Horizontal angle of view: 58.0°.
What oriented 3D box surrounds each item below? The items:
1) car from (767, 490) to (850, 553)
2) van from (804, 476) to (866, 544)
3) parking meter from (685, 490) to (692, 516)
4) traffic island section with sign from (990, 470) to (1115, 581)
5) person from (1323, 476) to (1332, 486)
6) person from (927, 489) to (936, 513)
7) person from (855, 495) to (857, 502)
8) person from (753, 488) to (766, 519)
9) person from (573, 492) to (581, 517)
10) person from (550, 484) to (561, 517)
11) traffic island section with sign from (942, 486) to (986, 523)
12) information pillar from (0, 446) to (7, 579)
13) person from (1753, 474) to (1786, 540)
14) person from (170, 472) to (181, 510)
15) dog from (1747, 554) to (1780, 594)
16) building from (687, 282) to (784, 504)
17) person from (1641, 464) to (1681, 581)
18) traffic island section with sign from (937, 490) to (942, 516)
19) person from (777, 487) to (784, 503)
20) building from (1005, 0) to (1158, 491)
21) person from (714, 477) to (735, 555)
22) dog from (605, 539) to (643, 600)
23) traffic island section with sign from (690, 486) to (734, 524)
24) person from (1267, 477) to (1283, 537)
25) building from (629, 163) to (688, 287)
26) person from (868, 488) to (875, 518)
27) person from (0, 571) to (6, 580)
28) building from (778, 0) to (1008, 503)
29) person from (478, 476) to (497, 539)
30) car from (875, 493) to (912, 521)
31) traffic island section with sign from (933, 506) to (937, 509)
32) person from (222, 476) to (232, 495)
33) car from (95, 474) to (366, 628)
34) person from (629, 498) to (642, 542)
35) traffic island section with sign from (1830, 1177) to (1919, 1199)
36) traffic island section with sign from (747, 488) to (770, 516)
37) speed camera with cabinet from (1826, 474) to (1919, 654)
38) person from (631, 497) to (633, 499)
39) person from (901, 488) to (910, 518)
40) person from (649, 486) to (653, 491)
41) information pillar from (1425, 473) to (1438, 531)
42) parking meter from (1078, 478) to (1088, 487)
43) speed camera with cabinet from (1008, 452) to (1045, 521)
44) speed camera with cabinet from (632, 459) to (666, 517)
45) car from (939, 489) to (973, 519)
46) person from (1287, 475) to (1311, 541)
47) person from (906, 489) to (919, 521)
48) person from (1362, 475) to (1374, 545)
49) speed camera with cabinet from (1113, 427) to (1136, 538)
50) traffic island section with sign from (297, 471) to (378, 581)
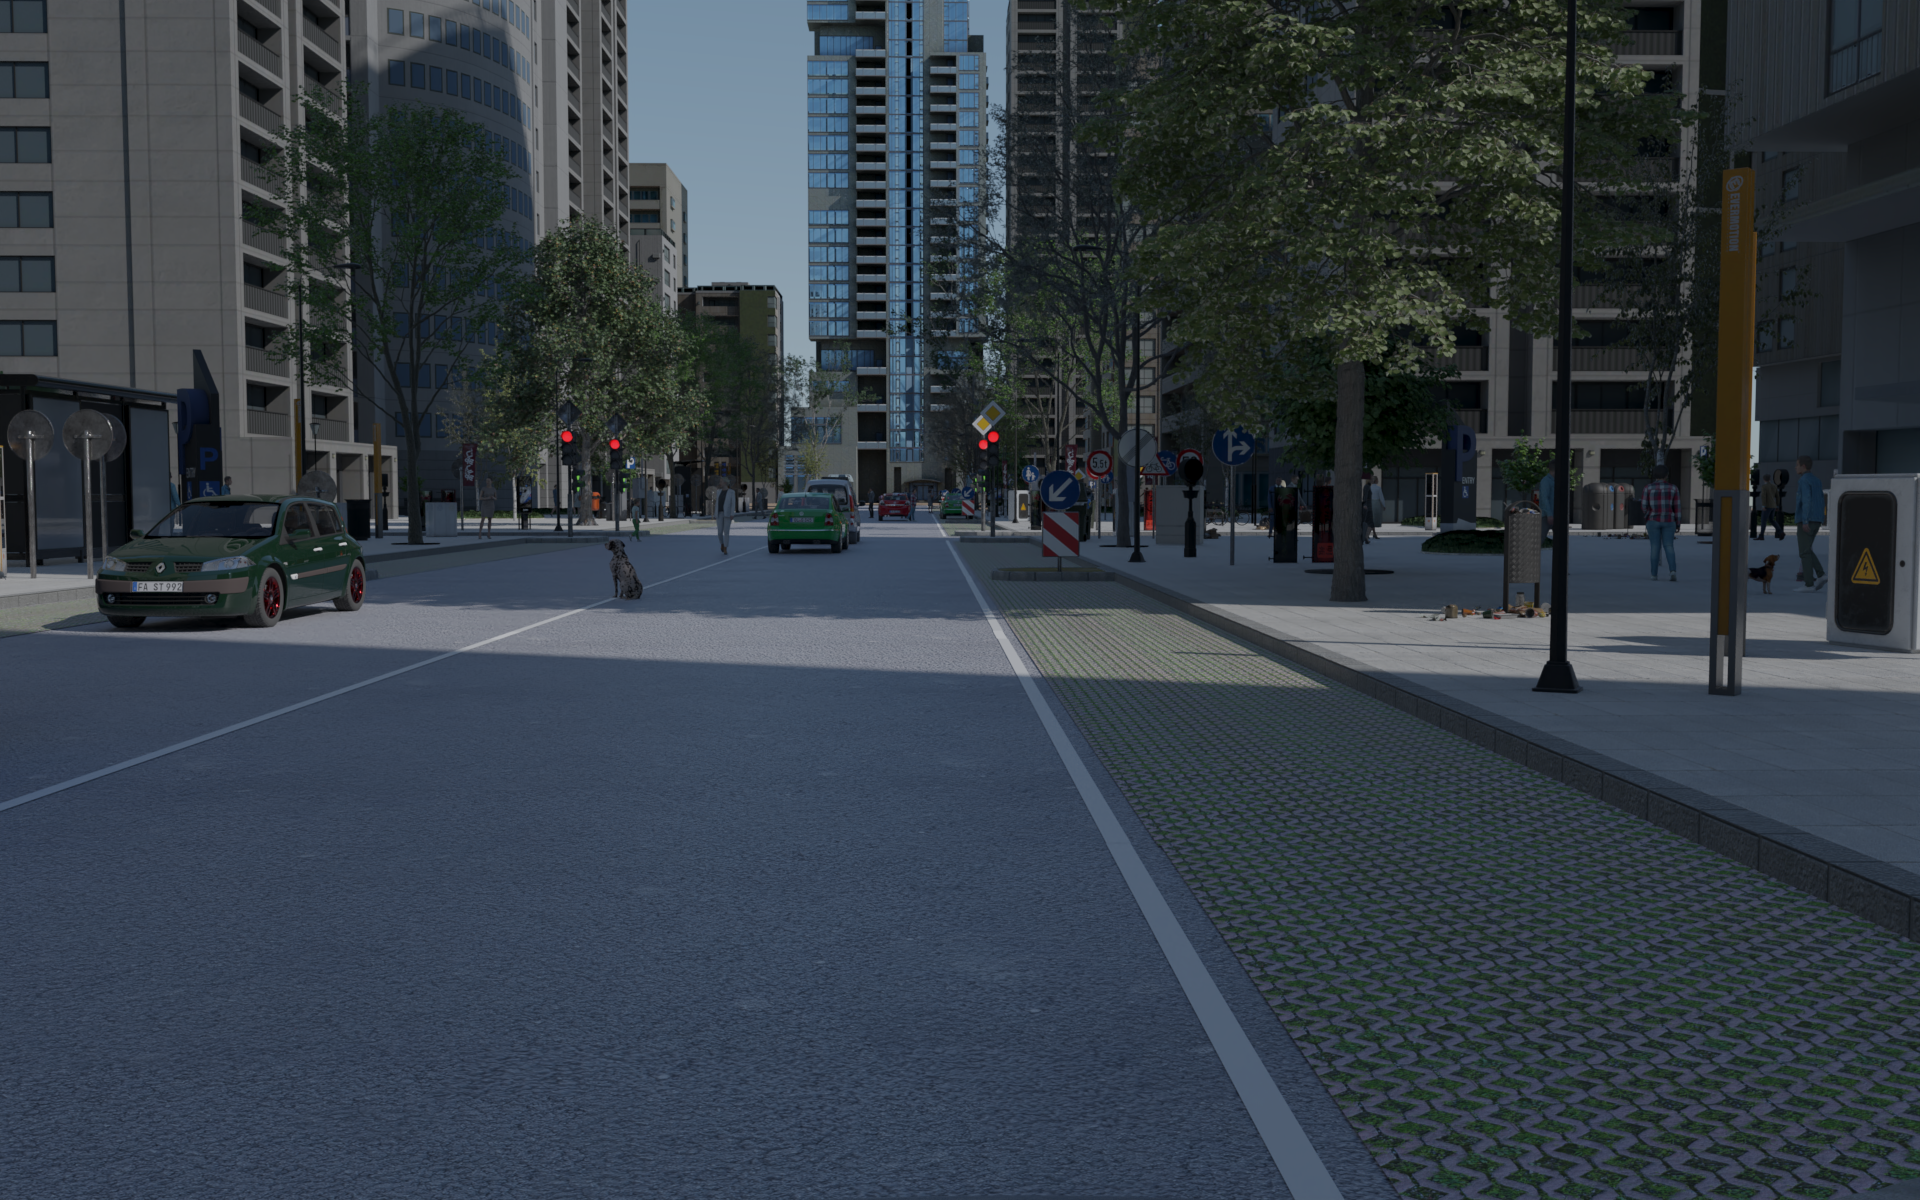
[{"bbox_3d":[-3.761,-2.114,43.361,1.959,1.807,4.718,0,3,0],"label":"car"},{"bbox_3d":[-3.803,-2.686,50.933,2.013,2.044,4.112,0,4,-1],"label":"van"},{"bbox_3d":[-15.674,-5.595,99.892,0.372,1.533,0.369,0,3,0],"label":"parking meter"},{"bbox_3d":[1.521,-1.256,29.169,1.989,1.847,2.006,0,4,-1],"label":"traffic island section with sign"},{"bbox_3d":[10.723,-2.726,50.703,0.778,1.811,0.616,0,4,-5],"label":"person"},{"bbox_3d":[-2.092,-7.330,128.697,0.532,1.782,0.716,-2,4,-35],"label":"person"},{"bbox_3d":[-7.905,-7.216,126.350,0.638,1.841,0.748,2,4,35],"label":"person"},{"bbox_3d":[-11.473,-5.516,98.962,0.850,1.792,0.678,-2,4,-31],"label":"person"},{"bbox_3d":[-21.130,-5.413,95.557,0.522,1.701,0.512,0,4,4],"label":"person"},{"bbox_3d":[-22.672,-5.562,96.999,0.654,1.822,0.581,-1,4,-23],"label":"person"},{"bbox_3d":[0.266,-4.660,84.825,1.989,1.847,2.006,0,4,-1],"label":"traffic island section with sign"},{"bbox_3d":[-14.651,-1.328,26.203,0.304,2.012,0.304,-1,4,-16],"label":"information pillar"},{"bbox_3d":[22.434,-2.568,47.947,0.836,1.842,0.656,2,4,33],"label":"person"},{"bbox_3d":[-18.968,-2.169,41.373,0.638,1.841,0.748,3,4,36],"label":"person"},{"bbox_3d":[10.209,-0.332,22.252,0.540,0.507,0.406,-3,5,-40],"label":"dog"},{"bbox_3d":[-31.687,-28.584,239.048,14.107,30.474,14.160,0,4,-1],"label":"building"},{"bbox_3d":[10.379,-1.148,25.643,0.563,1.720,0.643,1,4,17],"label":"person"},{"bbox_3d":[-0.349,-6.309,111.773,1.989,1.847,2.006,0,4,-1],"label":"traffic island section with sign"},{"bbox_3d":[-9.190,-4.898,88.810,0.641,1.798,0.478,-2,4,-34],"label":"person"},{"bbox_3d":[17.017,-49.159,241.995,20.611,71.187,20.563,0,4,-1],"label":"building"},{"bbox_3d":[-5.602,-2.012,41.275,0.514,1.842,0.818,0,4,-3],"label":"person"},{"bbox_3d":[-4.596,-0.418,23.673,0.513,0.831,0.800,-1,4,-11],"label":"dog"},{"bbox_3d":[-12.053,-4.633,84.379,1.989,1.847,2.006,0,4,-1],"label":"traffic island section with sign"},{"bbox_3d":[9.445,-2.780,51.672,0.721,1.800,0.419,-1,4,-14],"label":"person"},{"bbox_3d":[-49.596,-37.739,240.739,21.600,48.544,21.300,0,4,-1],"label":"building"},{"bbox_3d":[-5.331,-5.810,103.677,0.473,1.802,0.592,1,4,8],"label":"person"},{"bbox_3d":[-13.966,-1.116,24.708,0.534,1.772,0.576,-3,4,-37],"label":"person"},{"bbox_3d":[-9.194,-56.827,241.791,31.000,86.520,22.319,0,4,-1],"label":"building"},{"bbox_3d":[-13.471,-2.630,49.389,0.599,1.781,0.374,-2,4,-33],"label":"person"},{"bbox_3d":[-3.510,-5.163,93.453,2.155,1.783,4.494,0,4,-2],"label":"car"},{"bbox_3d":[-1.469,-9.358,161.630,1.989,1.847,2.006,0,4,-1],"label":"traffic island section with sign"},{"bbox_3d":[-20.592,-2.576,48.500,0.444,1.785,0.601,0,4,-2],"label":"person"},{"bbox_3d":[-8.230,-0.614,19.828,2.009,1.686,4.222,0,4,0],"label":"car"},{"bbox_3d":[-9.767,-2.405,52.077,0.306,1.304,0.590,2,4,33],"label":"person"},{"bbox_3d":[2.142,0.392,2.221,1.989,1.847,2.006,0,4,-1],"label":"traffic island section with sign"},{"bbox_3d":[-12.668,-6.306,111.737,1.989,1.847,2.006,0,4,-1],"label":"traffic island section with sign"},{"bbox_3d":[7.899,-1.190,13.796,0.660,3.252,2.038,-1,4,-14],"label":"speed camera with cabinet"},{"bbox_3d":[-24.596,-7.580,130.187,1.509,1.804,0.699,-1,4,-11],"label":"person"},{"bbox_3d":[-3.241,-5.708,102.014,0.721,1.800,0.419,-2,4,-26],"label":"person"},{"bbox_3d":[-21.531,-6.970,120.024,0.620,1.820,0.660,-3,5,-41],"label":"person"},{"bbox_3d":[16.566,-3.450,60.901,0.304,2.012,0.304,3,5,44],"label":"information pillar"},{"bbox_3d":[4.408,-3.491,62.795,0.399,1.863,0.255,3,5,44],"label":"parking meter"},{"bbox_3d":[3.190,-5.341,81.657,2.038,3.252,0.660,-3,5,-43],"label":"speed camera with cabinet"},{"bbox_3d":[-17.493,-6.306,97.445,0.660,3.252,2.038,3,4,37],"label":"speed camera with cabinet"},{"bbox_3d":[-0.212,-5.518,99.018,1.959,1.807,4.718,0,4,-3],"label":"car"},{"bbox_3d":[9.111,-2.511,47.222,0.853,1.813,0.709,3,4,37],"label":"person"},{"bbox_3d":[-2.476,-4.970,90.596,0.643,1.720,0.563,1,4,9],"label":"person"},{"bbox_3d":[10.284,-2.325,44.274,0.699,1.804,1.509,3,4,37],"label":"person"},{"bbox_3d":[4.967,-3.520,51.893,0.660,3.252,2.038,0,4,-1],"label":"speed camera with cabinet"},{"bbox_3d":[-10.780,-1.225,28.649,1.989,1.847,2.006,0,4,-1],"label":"traffic island section with sign"}]
